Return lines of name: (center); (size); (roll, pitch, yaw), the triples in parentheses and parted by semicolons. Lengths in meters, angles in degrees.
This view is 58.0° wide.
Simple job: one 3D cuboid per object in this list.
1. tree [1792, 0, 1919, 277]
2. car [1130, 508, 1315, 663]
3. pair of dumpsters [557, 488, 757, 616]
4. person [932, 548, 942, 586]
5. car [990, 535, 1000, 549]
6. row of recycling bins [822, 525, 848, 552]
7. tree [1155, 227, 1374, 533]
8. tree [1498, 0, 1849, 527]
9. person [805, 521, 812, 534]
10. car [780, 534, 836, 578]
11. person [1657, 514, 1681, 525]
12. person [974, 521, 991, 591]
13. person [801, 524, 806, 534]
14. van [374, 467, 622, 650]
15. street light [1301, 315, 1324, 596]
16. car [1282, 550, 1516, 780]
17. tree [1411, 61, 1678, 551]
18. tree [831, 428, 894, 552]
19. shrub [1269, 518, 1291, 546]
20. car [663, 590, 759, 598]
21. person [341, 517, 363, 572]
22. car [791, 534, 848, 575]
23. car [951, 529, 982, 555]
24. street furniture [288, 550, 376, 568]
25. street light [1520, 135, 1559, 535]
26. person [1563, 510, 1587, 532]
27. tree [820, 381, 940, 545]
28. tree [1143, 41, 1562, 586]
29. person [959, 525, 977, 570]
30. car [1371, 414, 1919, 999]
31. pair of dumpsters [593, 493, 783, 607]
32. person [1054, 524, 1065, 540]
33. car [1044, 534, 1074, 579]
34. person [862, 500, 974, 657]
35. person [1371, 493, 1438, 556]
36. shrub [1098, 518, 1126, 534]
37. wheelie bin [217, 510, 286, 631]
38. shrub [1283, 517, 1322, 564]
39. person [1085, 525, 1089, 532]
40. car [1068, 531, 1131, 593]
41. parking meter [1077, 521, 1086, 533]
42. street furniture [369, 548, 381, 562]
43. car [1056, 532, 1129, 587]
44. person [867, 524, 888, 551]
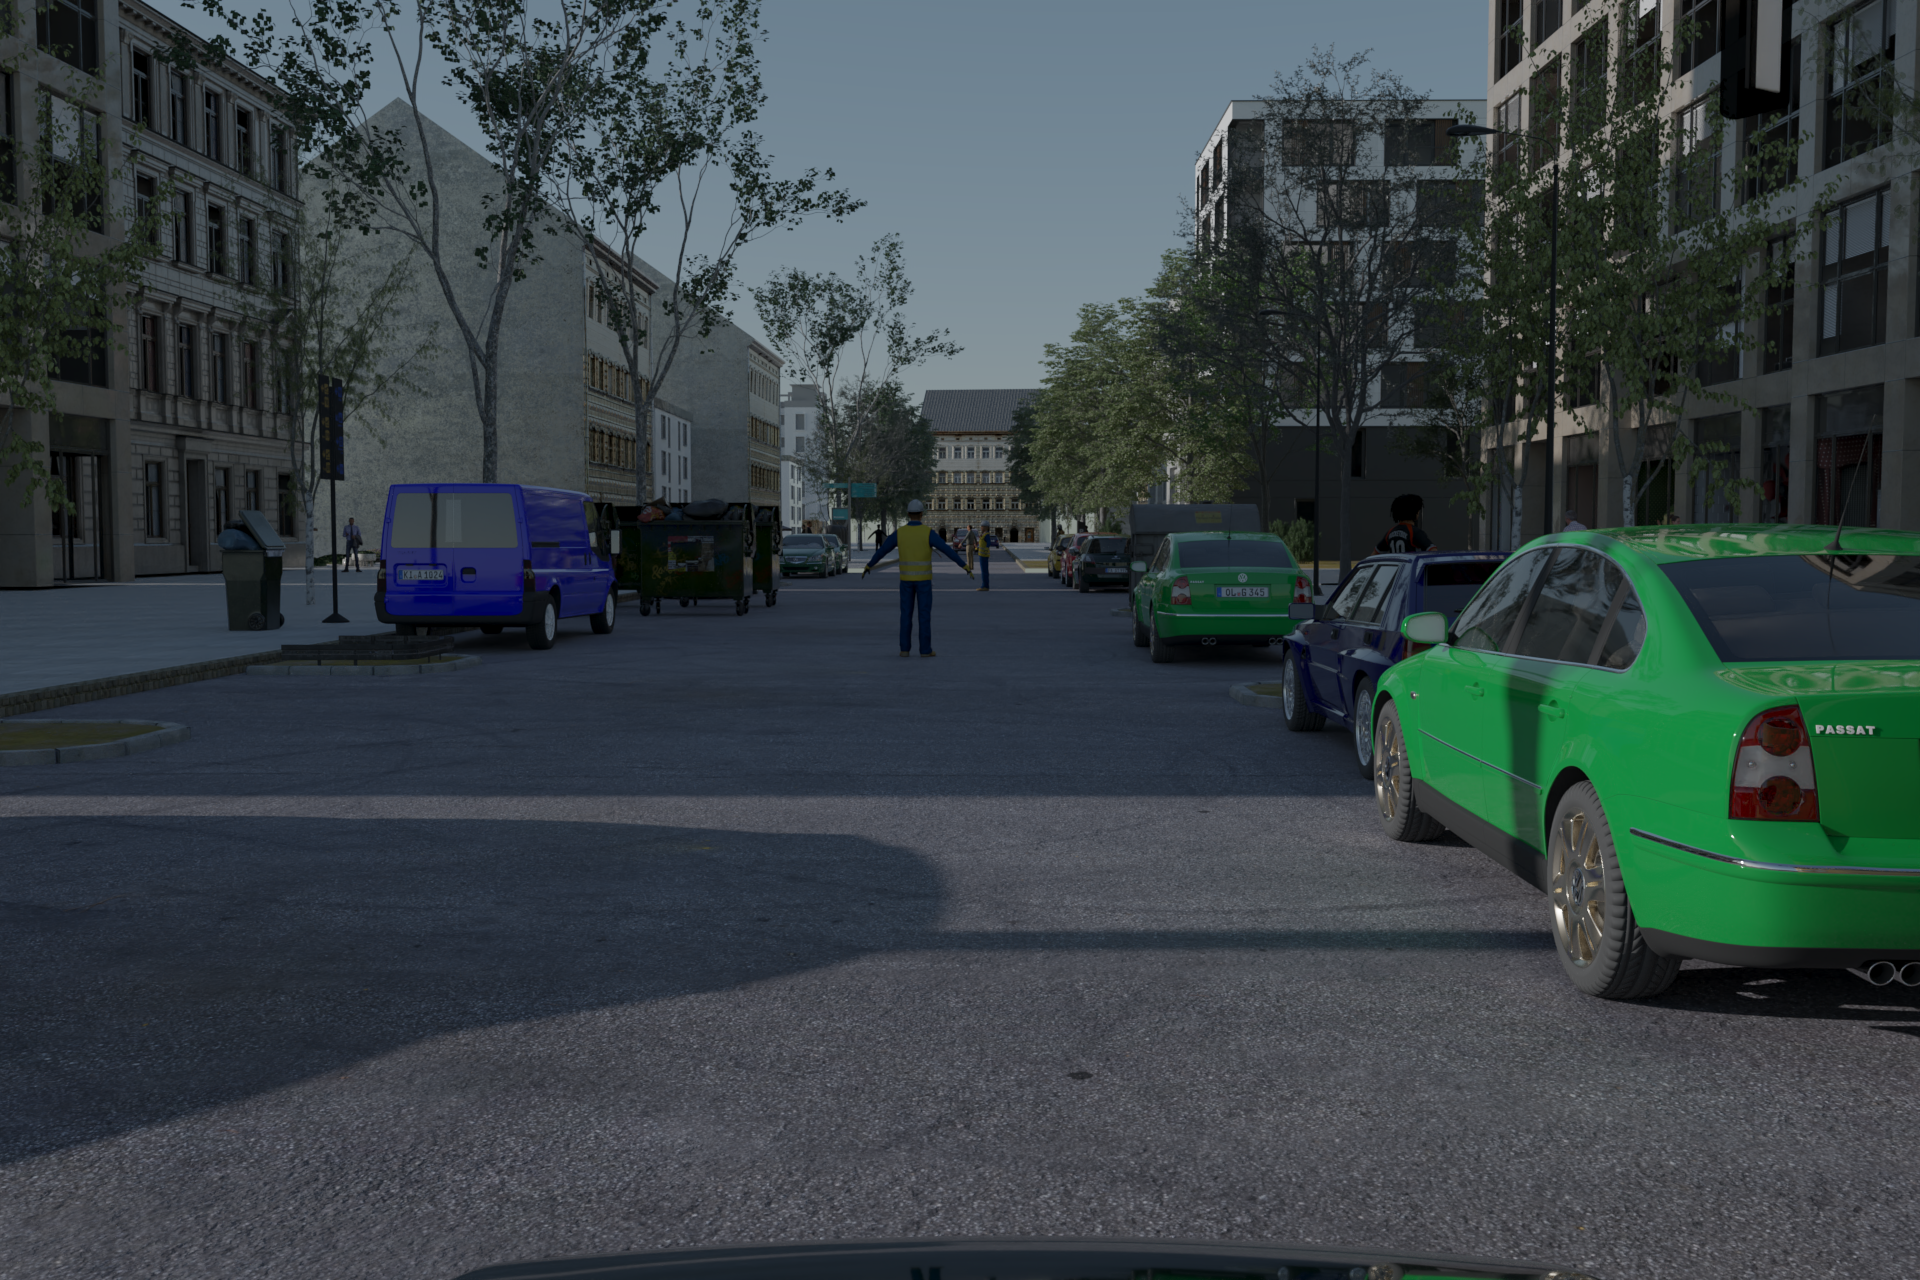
tree: (9.344, -3.847, 13.257); (4.360, 8.622, 3.978); (0, 3, 0)
car: (3.050, -0.722, 20.600); (1.959, 1.807, 4.718); (0, 4, 1)
pair of dumpsters: (-5.869, -1.568, 30.595); (4.436, 2.255, 1.574); (0, 4, 1)
person: (-0.880, -2.206, 47.792); (0.599, 1.433, 0.991); (3, 5, 44)
car: (2.983, -9.684, 170.906); (1.945, 1.354, 3.894); (0, 4, 0)
row of recycling bins: (-5.564, -4.310, 77.576); (1.069, 1.692, 3.534); (0, 4, 2)
tree: (10.335, -8.139, 58.831); (9.928, 11.665, 9.643); (0, 3, 0)
tree: (8.967, -4.428, 22.761); (4.737, 8.622, 4.395); (0, 3, 0)
person: (-6.019, -3.869, 69.490); (0.704, 1.802, 1.346); (0, 4, -1)
car: (-5.163, -2.791, 57.436); (2.131, 1.459, 4.920); (0, 4, 1)
person: (15.768, -1.928, 38.371); (0.742, 1.727, 0.445); (-3, 4, -39)
person: (0.542, -2.125, 43.669); (0.721, 1.772, 1.216); (-1, 4, -13)
person: (-8.540, -5.389, 94.252); (0.704, 1.812, 1.346); (-1, 4, -16)
van: (-5.970, -1.146, 23.124); (2.240, 2.365, 5.245); (0, 4, 1)
street light: (7.958, -3.875, 35.897); (1.470, 5.913, 1.316); (0, 4, 1)
car: (3.226, 0.071, 11.415); (1.945, 1.354, 3.894); (0, 4, 1)
tree: (9.232, -4.759, 28.168); (4.737, 8.622, 4.395); (0, 3, 0)
tree: (-7.331, -10.434, 120.956); (4.360, 8.622, 3.978); (0, 3, 0)
shrub: (14.743, -4.627, 80.076); (1.690, 2.028, 1.600); (0, 3, 0)
car: (-5.724, -1.886, 39.873); (2.155, 1.783, 4.494); (0, 4, 1)
person: (-20.327, -3.179, 57.887); (0.709, 1.838, 0.599); (-1, 4, -20)
car: (-5.070, -3.112, 62.680); (2.131, 1.459, 4.920); (0, 4, 1)
car: (0.531, -6.931, 121.990); (2.281, 1.827, 5.304); (0, 4, 1)
street furniture: (-26.675, -3.361, 70.586); (5.734, 0.657, 10.072); (-1, 4, -23)
street light: (7.297, -2.888, 19.766); (1.470, 5.913, 1.316); (0, 4, 1)
person: (11.150, -1.502, 31.542); (0.756, 1.711, 0.436); (-1, 4, -14)
tree: (-6.484, -14.517, 144.000); (9.857, 13.997, 8.962); (0, 3, 0)
tree: (9.637, -8.118, 43.099); (12.009, 13.543, 11.850); (0, 3, 0)
person: (0.375, -3.692, 69.096); (0.705, 1.796, 1.348); (2, 4, 30)
car: (2.835, 0.129, 6.694); (1.959, 1.807, 4.718); (0, 4, 1)
pair of dumpsters: (-5.762, -1.791, 34.232); (4.436, 2.255, 1.574); (0, 4, 1)
person: (5.772, -5.786, 100.368); (0.705, 1.858, 1.354); (-1, 4, -17)
car: (3.816, -2.869, 57.124); (2.015, 1.641, 3.980); (0, 4, 0)
person: (-0.511, -0.723, 20.242); (1.349, 1.833, 0.705); (1, 4, 11)
person: (4.417, -0.515, 17.018); (0.704, 1.843, 1.345); (-2, 4, -31)
shrub: (6.468, -4.299, 74.709); (1.690, 2.028, 1.600); (0, 3, 0)
wheelie bin: (-9.480, -0.932, 23.152); (0.693, 1.594, 0.980); (0, 4, 2)
shrub: (14.789, -4.304, 74.791); (1.690, 2.028, 1.600); (0, 3, 0)
person: (7.494, -5.950, 103.465); (0.705, 1.806, 1.347); (0, 4, 3)
car: (3.762, -2.066, 43.573); (2.009, 1.686, 4.222); (0, 4, 0)
parking meter: (5.200, -4.185, 74.136); (0.399, 1.863, 0.255); (0, 3, 0)
street furniture: (-24.877, -4.611, 82.241); (11.010, 1.723, 9.812); (0, 4, -3)
car: (3.769, -2.404, 48.347); (2.155, 1.783, 4.494); (0, 4, 1)
person: (-4.482, -5.487, 95.653); (1.347, 1.837, 0.705); (0, 4, 8)
